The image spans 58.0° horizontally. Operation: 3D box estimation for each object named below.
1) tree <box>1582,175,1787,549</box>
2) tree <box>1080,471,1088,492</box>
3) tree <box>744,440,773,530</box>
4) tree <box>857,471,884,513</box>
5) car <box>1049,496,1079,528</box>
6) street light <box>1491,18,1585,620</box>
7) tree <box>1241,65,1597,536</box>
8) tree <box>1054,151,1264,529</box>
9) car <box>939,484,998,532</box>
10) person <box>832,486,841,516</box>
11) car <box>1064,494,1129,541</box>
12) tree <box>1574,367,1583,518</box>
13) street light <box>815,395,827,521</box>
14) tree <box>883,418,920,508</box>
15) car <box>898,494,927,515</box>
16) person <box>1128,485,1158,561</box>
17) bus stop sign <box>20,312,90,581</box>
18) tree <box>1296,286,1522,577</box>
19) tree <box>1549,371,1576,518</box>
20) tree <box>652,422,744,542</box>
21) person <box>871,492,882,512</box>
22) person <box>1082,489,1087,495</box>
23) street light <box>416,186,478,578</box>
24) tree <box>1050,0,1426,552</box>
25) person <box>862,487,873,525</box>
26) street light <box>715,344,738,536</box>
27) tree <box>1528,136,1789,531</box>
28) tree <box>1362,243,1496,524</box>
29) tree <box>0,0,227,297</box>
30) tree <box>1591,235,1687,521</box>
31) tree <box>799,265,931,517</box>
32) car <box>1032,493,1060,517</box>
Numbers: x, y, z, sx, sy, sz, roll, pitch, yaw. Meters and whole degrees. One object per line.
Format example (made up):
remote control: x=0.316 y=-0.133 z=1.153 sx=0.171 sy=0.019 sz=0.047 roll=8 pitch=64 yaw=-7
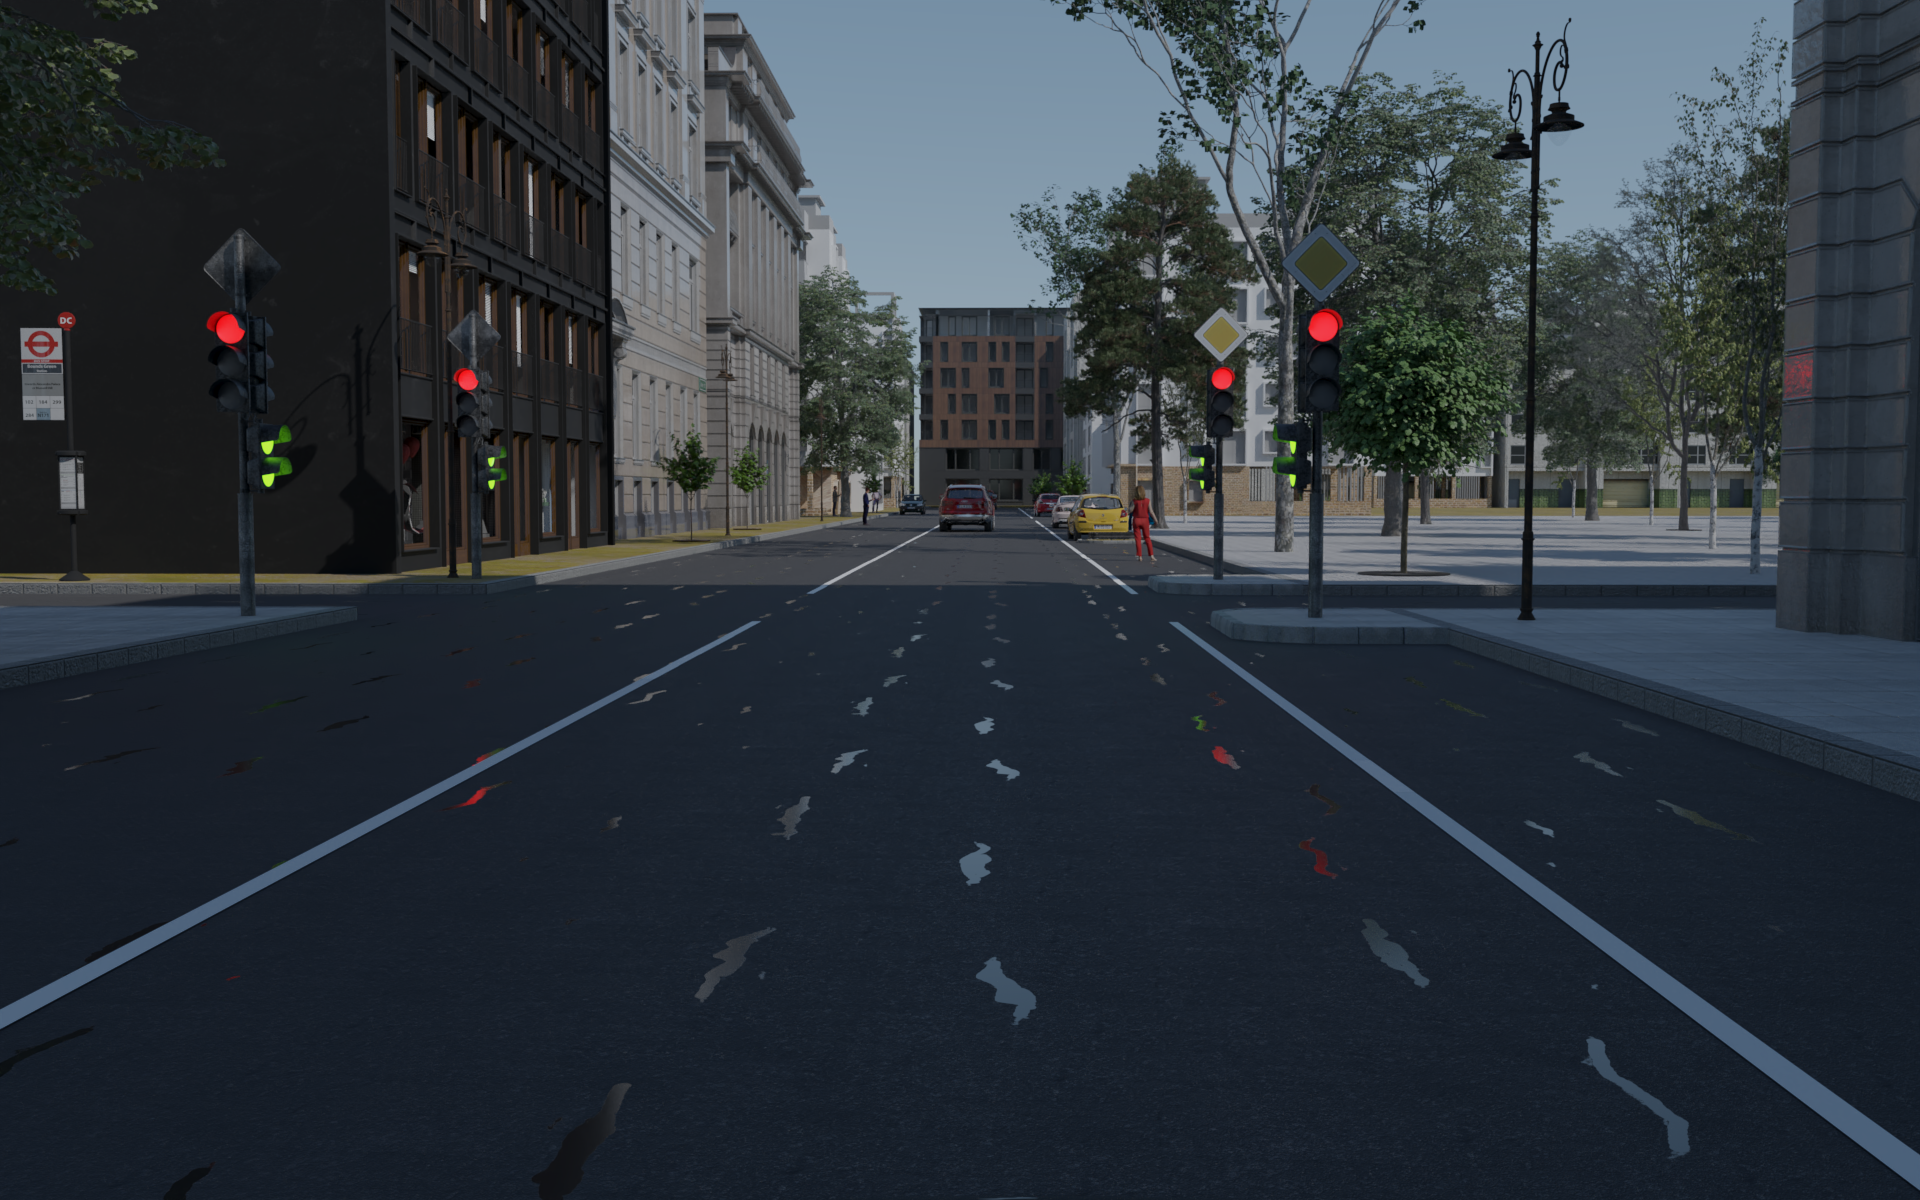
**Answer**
tree: x=17.653 y=-5.483 z=40.011 sx=4.737 sy=8.622 sz=4.395 roll=0 pitch=3 yaw=0
tree: x=8.528 y=-8.027 z=125.849 sx=1.663 sy=3.219 sz=1.824 roll=0 pitch=3 yaw=0
tree: x=-7.495 y=-4.123 z=62.017 sx=1.663 sy=3.219 sz=1.824 roll=0 pitch=3 yaw=0
tree: x=-5.804 y=-7.422 z=115.958 sx=1.663 sy=3.219 sz=1.824 roll=0 pitch=3 yaw=0
car: x=4.838 y=-3.735 z=73.432 sx=2.083 sy=1.381 sz=4.827 roll=0 pitch=4 yaw=2
street light: x=5.776 y=-2.734 z=17.483 sx=0.468 sy=5.910 sz=1.993 roll=0 pitch=4 yaw=1
tree: x=13.296 y=-8.915 z=52.413 sx=9.857 sy=13.997 sz=8.962 roll=0 pitch=3 yaw=0
tree: x=7.067 y=-9.560 z=63.722 sx=7.806 sy=13.903 sz=7.818 roll=0 pitch=3 yaw=0
car: x=0.294 y=-3.601 z=67.546 sx=2.281 sy=1.827 sz=5.304 roll=0 pitch=4 yaw=3
person: x=-7.013 y=-5.672 z=99.318 sx=0.750 sy=1.759 sz=0.617 roll=1 pitch=4 yaw=14
car: x=4.307 y=-2.697 z=54.318 sx=2.015 sy=1.641 sz=3.980 roll=0 pitch=4 yaw=-1
tree: x=28.809 y=-7.409 z=71.501 sx=4.737 sy=8.622 sz=4.395 roll=0 pitch=3 yaw=0
street light: x=-6.497 y=-6.635 z=81.271 sx=0.468 sy=5.910 sz=1.993 roll=0 pitch=4 yaw=1
tree: x=-5.726 y=-12.723 z=158.387 sx=4.737 sy=8.622 sz=4.395 roll=0 pitch=3 yaw=0
car: x=-3.318 y=-6.812 z=121.170 sx=2.009 sy=1.686 sz=4.222 roll=0 pitch=4 yaw=1
person: x=3.901 y=-1.644 z=37.084 sx=0.593 sy=1.614 sz=0.444 roll=2 pitch=4 yaw=25
bus stop sign: x=-13.316 y=-2.249 z=25.482 sx=0.855 sy=3.939 sz=0.416 roll=0 pitch=4 yaw=-5
tree: x=7.104 y=-2.670 z=27.369 sx=4.285 sy=4.588 sz=4.351 roll=0 pitch=3 yaw=0
tree: x=33.729 y=-8.827 z=94.676 sx=4.737 sy=8.622 sz=4.395 roll=0 pitch=3 yaw=0
tree: x=-7.137 y=-3.181 z=46.611 sx=1.663 sy=3.219 sz=1.824 roll=0 pitch=3 yaw=0
person: x=-5.813 y=-6.951 z=120.634 sx=0.756 sy=1.711 sz=0.436 roll=0 pitch=4 yaw=5
person: x=7.949 y=-6.412 z=111.595 sx=0.721 sy=1.735 sz=1.217 roll=-2 pitch=4 yaw=-25
street light: x=-7.775 y=-3.278 z=26.388 sx=0.468 sy=5.910 sz=1.993 roll=0 pitch=4 yaw=1
tree: x=5.841 y=-11.165 z=38.433 sx=12.611 sy=20.169 sz=13.585 roll=0 pitch=3 yaw=0
person: x=-4.246 y=-4.301 z=79.521 sx=0.504 sy=1.737 sz=0.576 roll=-1 pitch=4 yaw=-22
street light: x=-7.176 y=-4.928 z=53.363 sx=0.468 sy=5.910 sz=1.993 roll=0 pitch=4 yaw=1
tree: x=25.195 y=-9.164 z=60.201 sx=12.009 sy=13.543 sz=11.850 roll=0 pitch=3 yaw=0
tree: x=19.704 y=-9.252 z=73.332 sx=6.751 sy=12.117 sz=7.091 roll=0 pitch=3 yaw=0
tree: x=-8.723 y=-5.729 z=11.789 sx=7.486 sy=12.596 sz=7.792 roll=0 pitch=3 yaw=0
tree: x=30.378 y=-10.774 z=82.802 sx=9.857 sy=13.997 sz=8.962 roll=0 pitch=3 yaw=0
tree: x=-6.349 y=-11.571 z=95.846 sx=9.857 sy=13.997 sz=8.962 roll=0 pitch=3 yaw=0
car: x=5.678 y=-6.190 z=110.241 sx=2.155 sy=1.783 sz=4.494 roll=0 pitch=4 yaw=-1
